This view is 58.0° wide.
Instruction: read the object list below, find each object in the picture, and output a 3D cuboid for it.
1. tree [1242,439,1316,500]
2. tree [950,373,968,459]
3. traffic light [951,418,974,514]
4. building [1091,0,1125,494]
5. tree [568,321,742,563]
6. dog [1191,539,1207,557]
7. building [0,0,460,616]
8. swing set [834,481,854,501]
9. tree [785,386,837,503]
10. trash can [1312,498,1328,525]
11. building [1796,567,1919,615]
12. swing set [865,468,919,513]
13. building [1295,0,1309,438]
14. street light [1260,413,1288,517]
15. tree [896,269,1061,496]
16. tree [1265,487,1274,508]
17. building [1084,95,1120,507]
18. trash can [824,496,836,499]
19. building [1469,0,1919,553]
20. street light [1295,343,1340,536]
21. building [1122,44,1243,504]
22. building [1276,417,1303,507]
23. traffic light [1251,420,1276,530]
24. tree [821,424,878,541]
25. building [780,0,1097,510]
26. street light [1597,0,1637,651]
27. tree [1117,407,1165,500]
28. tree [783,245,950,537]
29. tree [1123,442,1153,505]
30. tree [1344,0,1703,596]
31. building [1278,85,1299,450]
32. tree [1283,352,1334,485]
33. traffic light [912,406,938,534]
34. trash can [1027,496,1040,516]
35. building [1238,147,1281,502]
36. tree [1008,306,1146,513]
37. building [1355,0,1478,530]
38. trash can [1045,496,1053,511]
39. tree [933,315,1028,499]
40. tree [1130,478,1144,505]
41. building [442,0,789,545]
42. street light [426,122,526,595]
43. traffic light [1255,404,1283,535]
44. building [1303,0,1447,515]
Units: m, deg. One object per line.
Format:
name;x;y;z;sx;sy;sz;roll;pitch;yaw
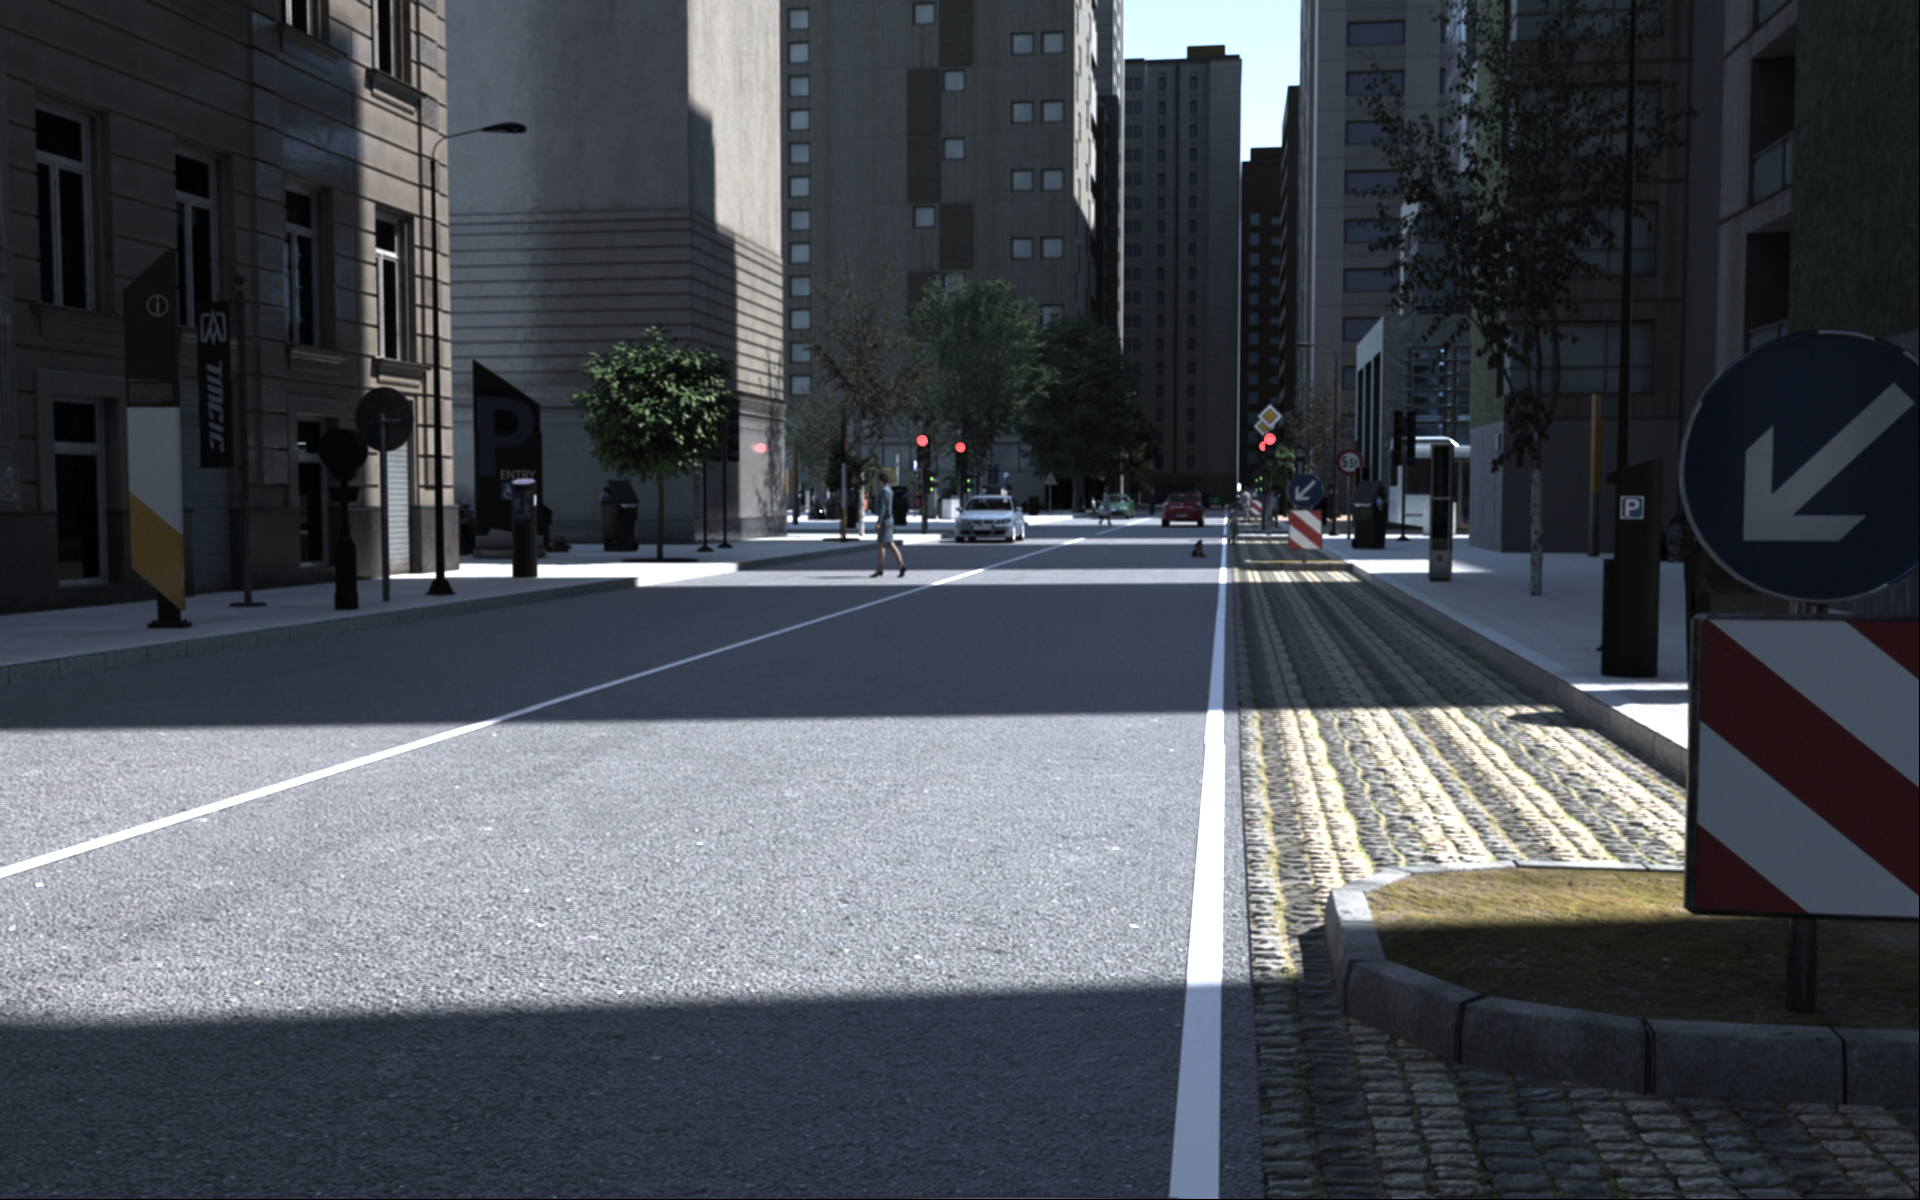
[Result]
tree;19.717;-7.378;104.344;4.285;4.588;4.351;0;3;0
tree;-1.672;-9.033;98.051;4.360;8.622;3.978;0;3;0
traffic light;0.080;-4.554;63.379;0.839;4.253;0.868;1;4;9
building;8.248;-46.685;201.559;20.611;71.187;20.563;1;4;9
tree;-5.781;-3.006;32.862;4.285;4.588;4.351;0;3;0
dog;5.505;-1.180;39.479;0.550;0.427;0.748;3;4;36
building;-15.861;-13.458;17.304;12.463;27.353;25.104;1;4;9
swing set;-8.369;-8.691;139.712;3.119;2.851;2.862;1;4;19
tree;-9.790;-10.126;115.914;4.737;8.622;4.395;0;3;0
trash can;14.724;-3.625;70.914;0.748;1.137;0.748;0;3;0
building;17.166;-20.600;20.412;14.154;41.232;14.086;1;4;9
swing set;-4.657;-7.283;116.692;3.119;2.851;2.862;-1;4;-22
building;43.420;-34.306;150.145;28.713;52.752;27.495;1;4;9
street light;17.580;-7.568;96.284;1.470;5.913;1.316;1;4;9
tree;0.887;-9.411;79.621;9.928;11.665;9.643;0;3;0
tree;29.244;-10.378;164.286;1.663;3.219;1.824;0;3;0
building;8.465;-29.959;173.431;14.154;41.232;14.086;1;4;9
trash can;-7.994;-5.816;106.747;0.748;1.137;0.748;0;3;0
building;19.809;-21.940;42.309;14.154;41.232;14.086;1;4;9
street light;10.982;-4.936;53.240;1.470;5.913;1.316;1;4;9
building;23.282;-42.232;232.499;28.212;58.520;21.231;1;4;9
building;42.603;-45.020;174.332;20.563;71.187;20.611;1;4;9
traffic light;10.817;-4.454;61.745;0.839;4.253;0.868;1;4;9
tree;-3.327;-3.253;47.782;1.663;3.219;1.824;0;3;0
building;-2.157;-34.504;153.386;28.713;52.752;27.495;1;4;9
street light;4.869;-2.543;14.113;1.470;5.913;1.316;1;4;9
tree;18.595;-15.348;185.355;7.601;10.594;8.767;-2;4;-25
tree;-2.734;-6.224;52.118;4.360;8.622;3.978;0;3;0
tree;21.613;-15.797;208.647;4.737;8.622;4.395;0;3;0
tree;7.060;-4.365;21.729;4.360;8.622;3.978;0;3;0
building;47.256;-34.982;195.657;21.300;48.544;21.600;1;4;9
tree;18.735;-8.595;90.896;4.360;8.622;3.978;0;3;0
traffic light;-1.137;-4.071;55.486;0.839;4.253;0.868;1;4;9
trash can;4.402;-5.618;103.511;0.748;1.137;0.748;0;3;0
building;43.658;-35.217;225.905;14.200;45.320;14.600;1;4;9
tree;7.748;-12.818;116.236;9.857;13.997;8.962;0;3;0
building;32.234;-46.242;68.725;31.000;86.520;22.319;1;4;9
trash can;6.739;-7.320;131.332;0.748;1.137;0.748;0;3;0
tree;0.845;-7.430;71.844;4.737;8.622;4.395;0;3;0
tree;20.692;-12.743;202.943;1.663;3.219;1.824;0;3;0
building;-14.837;-12.244;49.348;18.267;20.994;9.793;1;4;9
street light;-6.105;-3.017;21.868;1.470;5.913;1.316;1;4;9
traffic light;9.600;-3.971;53.853;0.839;4.253;0.868;1;4;9
building;34.548;-35.286;118.932;21.231;58.520;28.212;1;4;9
